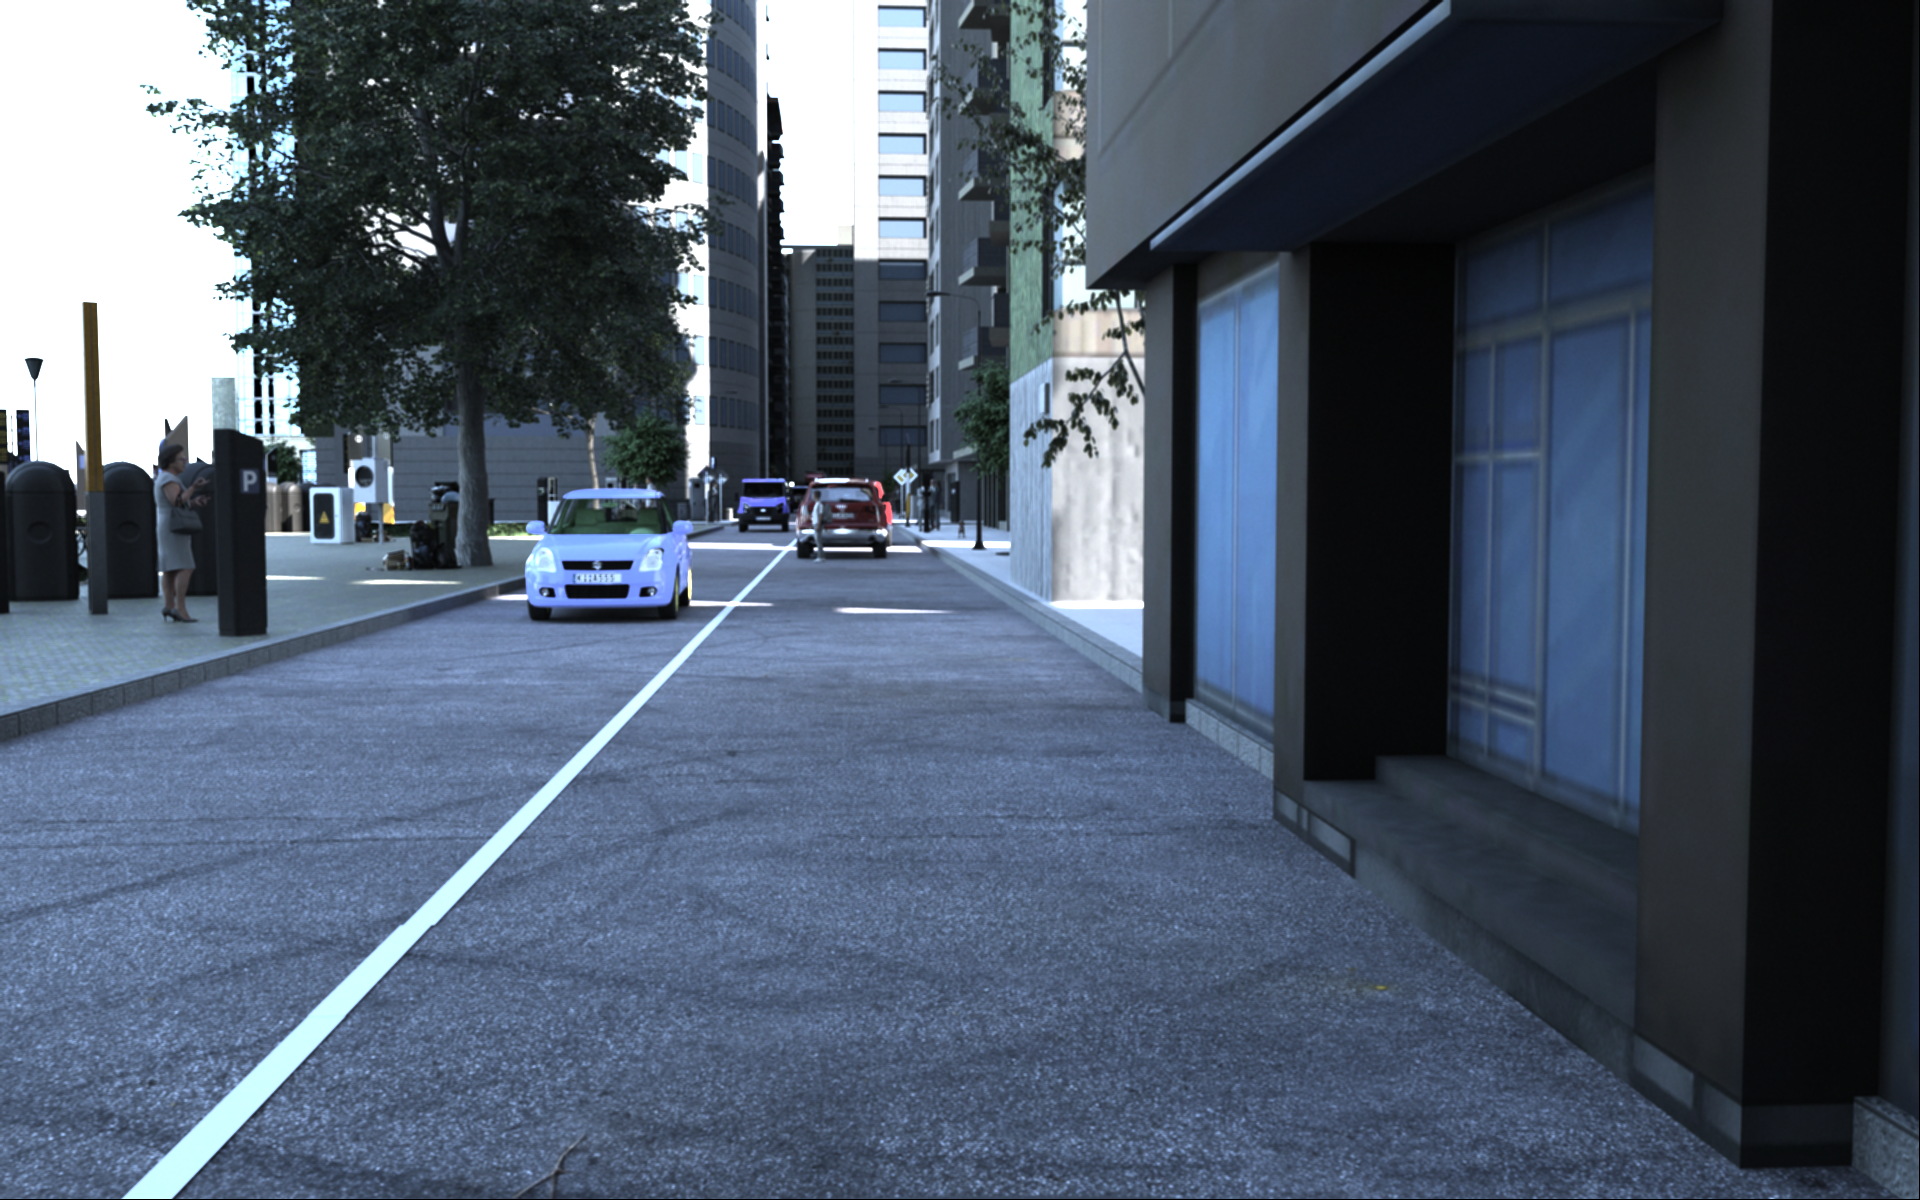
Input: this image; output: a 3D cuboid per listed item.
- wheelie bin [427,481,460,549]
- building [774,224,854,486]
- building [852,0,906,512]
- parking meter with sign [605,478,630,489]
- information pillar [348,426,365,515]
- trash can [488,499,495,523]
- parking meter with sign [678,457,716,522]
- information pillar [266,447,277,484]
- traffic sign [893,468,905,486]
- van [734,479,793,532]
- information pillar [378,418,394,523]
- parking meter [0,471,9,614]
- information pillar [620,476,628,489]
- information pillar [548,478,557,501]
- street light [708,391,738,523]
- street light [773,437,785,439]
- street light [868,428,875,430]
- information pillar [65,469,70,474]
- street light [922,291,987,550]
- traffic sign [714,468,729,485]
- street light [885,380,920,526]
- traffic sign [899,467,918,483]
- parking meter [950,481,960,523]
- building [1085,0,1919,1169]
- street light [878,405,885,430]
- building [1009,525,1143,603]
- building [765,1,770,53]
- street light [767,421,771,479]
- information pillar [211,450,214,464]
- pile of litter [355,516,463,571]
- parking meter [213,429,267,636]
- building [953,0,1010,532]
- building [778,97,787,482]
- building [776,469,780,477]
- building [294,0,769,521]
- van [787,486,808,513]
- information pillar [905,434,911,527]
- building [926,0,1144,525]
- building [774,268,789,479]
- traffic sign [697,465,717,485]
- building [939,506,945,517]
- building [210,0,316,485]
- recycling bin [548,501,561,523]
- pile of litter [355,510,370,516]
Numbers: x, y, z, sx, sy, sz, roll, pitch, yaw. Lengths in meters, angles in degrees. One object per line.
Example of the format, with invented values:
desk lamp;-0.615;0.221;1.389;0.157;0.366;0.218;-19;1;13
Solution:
wheelie bin;-12.091;-2.014;40.841;0.980;1.594;0.693;2;4;24
building;-15.248;-34.275;252.276;23.993;40.220;32.217;0;4;-4
building;1.864;-36.520;139.107;21.231;58.520;28.212;0;4;-4
parking meter with sign;-16.136;-5.169;80.782;1.738;3.016;0.543;1;4;22
information pillar;-19.542;-3.961;56.113;0.504;3.616;0.183;-3;4;-38
trash can;-15.017;-2.628;54.627;0.748;1.137;0.748;0;3;0
parking meter with sign;-12.293;-5.176;80.887;1.738;3.016;0.543;-2;4;-24
information pillar;-33.824;-5.739;85.192;0.504;3.616;0.183;-3;5;-42
traffic sign;-2.619;-4.672;78.585;0.795;2.593;0.064;0;4;-4
van;-7.566;-3.830;66.997;2.240;2.365;5.245;0;4;-5
information pillar;-17.551;-3.769;52.979;0.504;3.616;0.183;1;4;19
parking meter;-10.445;-0.623;18.597;0.372;1.533;0.369;0;3;0
information pillar;-13.586;-4.010;70.056;0.304;2.012;0.304;-1;4;-10
information pillar;-18.557;-4.556;78.987;0.304;2.012;0.304;1;4;11
street light;-10.688;-6.443;77.879;1.470;5.913;1.316;0;4;-4
street light;-14.873;-10.272;140.494;1.470;5.913;1.316;0;4;-4
street light;-5.737;-9.126;121.755;1.470;5.913;1.316;0;4;-4
information pillar;-25.945;-2.789;50.095;0.304;2.012;0.304;1;4;22
street light;-0.097;-4.113;39.793;1.470;5.913;1.316;0;4;-4
traffic sign;-10.796;-4.640;78.049;0.795;2.593;0.064;0;4;-4
street light;-2.204;-5.993;70.525;1.470;5.913;1.316;0;4;-4
traffic sign;-2.075;-4.185;70.618;0.795;2.593;0.064;0;4;-4
parking meter;-0.229;-4.420;77.978;0.399;1.863;0.255;3;4;36
building;8.239;-21.659;4.235;14.600;45.320;14.200;0;4;-4
street light;-3.594;-7.236;90.852;1.470;5.913;1.316;0;4;-4
building;7.616;-20.971;26.471;14.154;41.232;14.086;0;4;-4
building;-25.653;-29.117;130.685;22.147;44.769;28.867;0;4;-4
street light;-12.732;-8.344;108.967;1.470;5.913;1.316;0;4;-4
information pillar;-38.913;-6.070;90.595;0.504;3.616;0.183;-1;4;-13
pile of litter;-9.346;-0.960;29.656;1.719;0.858;1.176;-2;4;-28
parking meter;-6.534;-0.614;15.753;0.255;1.863;0.399;2;4;24
building;11.381;-24.556;56.108;22.147;44.769;28.867;0;4;-4
building;-30.101;-32.563;187.030;22.147;44.769;28.867;0;4;-4
building;-27.475;-44.245;161.652;20.563;71.187;20.611;0;4;-4
building;-21.701;-33.760;93.978;21.231;58.520;28.212;0;4;-4
van;-12.029;-7.805;131.988;2.240;2.365;5.245;0;4;-5
information pillar;-2.027;-4.651;67.405;0.183;3.616;0.504;-1;4;-10
building;5.641;-24.585;85.552;14.086;41.232;14.154;0;4;-4
building;-28.947;-27.488;221.126;14.107;30.474;14.160;0;4;-4
traffic sign;-10.252;-4.152;70.082;0.795;2.593;0.064;0;4;-4
building;13.232;-25.238;104.518;32.217;40.220;23.993;0;4;-4
building;-75.390;-55.027;212.365;31.000;86.520;22.319;0;4;-4
recycling bin;-14.539;-3.079;62.902;0.722;1.027;0.722;2;4;30
pile of litter;-15.820;-1.998;46.631;1.176;0.858;1.719;2;4;27
